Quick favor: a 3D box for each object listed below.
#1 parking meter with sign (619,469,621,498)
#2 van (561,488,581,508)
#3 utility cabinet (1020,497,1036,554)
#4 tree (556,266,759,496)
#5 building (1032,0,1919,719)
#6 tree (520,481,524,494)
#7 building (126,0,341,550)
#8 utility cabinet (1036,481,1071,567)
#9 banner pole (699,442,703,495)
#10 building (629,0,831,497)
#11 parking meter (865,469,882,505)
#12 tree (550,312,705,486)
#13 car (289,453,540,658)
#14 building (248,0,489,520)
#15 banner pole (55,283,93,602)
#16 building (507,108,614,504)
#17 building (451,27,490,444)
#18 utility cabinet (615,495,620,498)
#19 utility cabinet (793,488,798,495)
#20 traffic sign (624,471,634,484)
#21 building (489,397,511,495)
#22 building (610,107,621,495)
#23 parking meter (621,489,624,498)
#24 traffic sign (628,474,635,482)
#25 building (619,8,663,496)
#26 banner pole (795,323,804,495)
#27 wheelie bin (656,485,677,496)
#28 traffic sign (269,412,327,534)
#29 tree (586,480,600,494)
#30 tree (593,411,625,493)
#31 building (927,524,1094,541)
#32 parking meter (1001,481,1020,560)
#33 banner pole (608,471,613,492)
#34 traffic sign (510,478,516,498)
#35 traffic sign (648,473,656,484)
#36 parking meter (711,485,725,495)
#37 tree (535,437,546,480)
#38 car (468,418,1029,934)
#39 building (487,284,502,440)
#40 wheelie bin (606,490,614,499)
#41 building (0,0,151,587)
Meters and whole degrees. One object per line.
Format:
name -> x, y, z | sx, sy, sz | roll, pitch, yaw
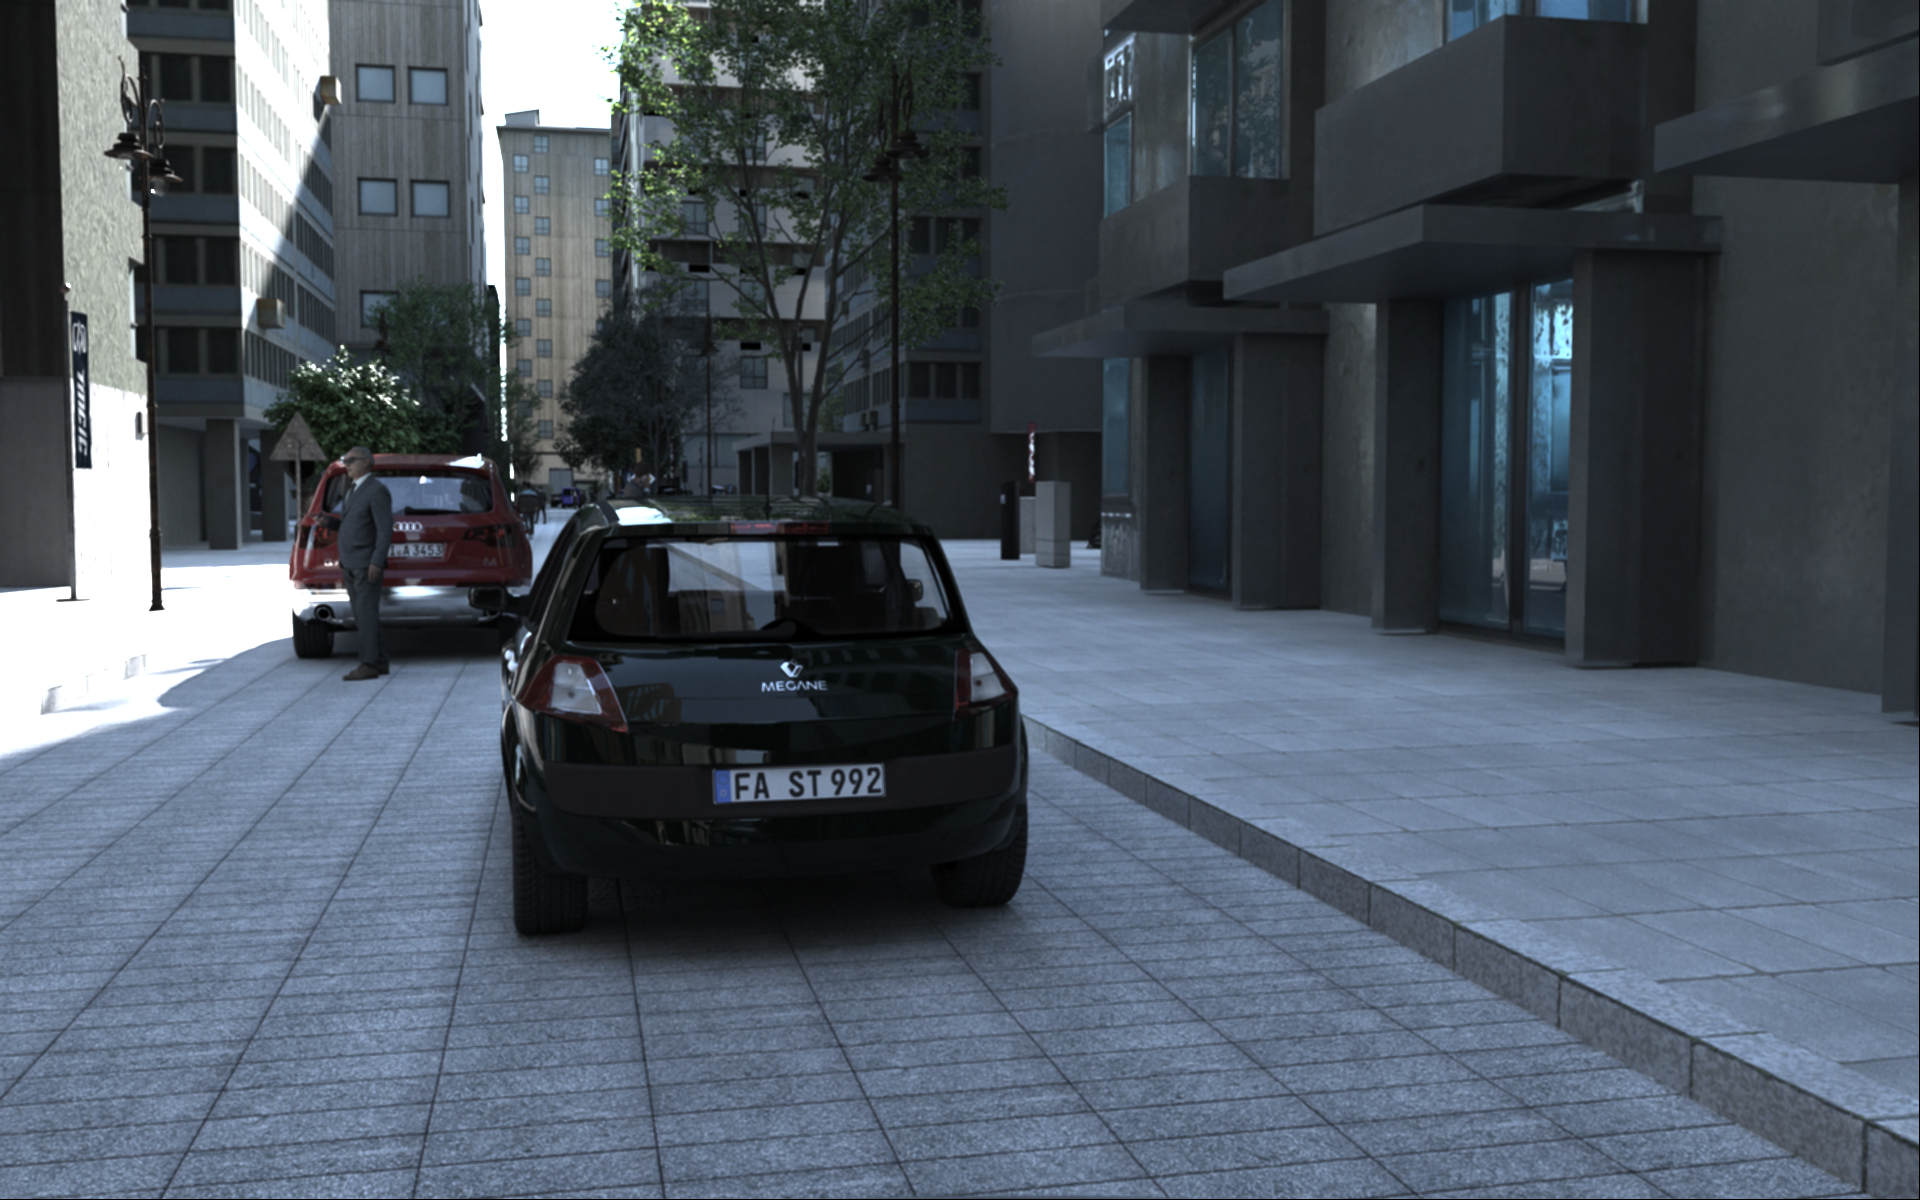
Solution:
parking meter with sign -> -23.332, -7.549, 119.691 | 0.543, 3.016, 1.738 | -1, 4, -8
van -> -39.040, -10.377, 174.041 | 2.240, 2.365, 5.245 | -1, 4, -11
utility cabinet -> 1.438, -1.586, 37.100 | 1.020, 1.237, 0.306 | -1, 4, -13
tree -> -15.712, -10.990, 90.054 | 12.009, 13.543, 11.850 | 0, 3, 0
building -> 14.336, -24.200, 15.273 | 23.786, 49.044, 30.456 | -1, 4, -13
tree -> -47.947, -11.669, 185.393 | 1.663, 3.219, 1.824 | 0, 3, 0
building -> -29.568, -21.602, 45.070 | 23.993, 40.220, 32.217 | -1, 4, -13
utility cabinet -> 1.638, -1.327, 30.372 | 0.318, 1.500, 1.173 | -1, 4, -13
banner pole -> -12.423, -5.692, 83.080 | 0.401, 3.779, 0.863 | -1, 4, -18
building -> -11.500, -33.373, 134.880 | 28.713, 52.752, 27.495 | -1, 4, -13
parking meter -> -2.024, -2.125, 40.462 | 0.255, 1.863, 0.399 | -3, 4, -36
tree -> -20.718, -11.670, 107.817 | 9.611, 12.733, 9.660 | 0, 3, 0
car -> -5.237, -0.500, 16.845 | 2.281, 1.827, 5.304 | -1, 4, -15
building -> -40.057, -30.853, 93.688 | 28.713, 52.752, 27.495 | -1, 4, -13
banner pole -> -10.649, -1.888, 20.893 | 0.401, 3.779, 0.863 | 0, 4, -4
building -> -51.053, -40.202, 246.541 | 27.495, 52.752, 28.713 | -1, 4, -13
building -> -41.268, -26.890, 123.240 | 14.154, 41.232, 14.086 | -1, 4, -13
utility cabinet -> -27.735, -7.854, 139.568 | 1.020, 1.237, 0.306 | -3, 4, -39
utility cabinet -> -6.710, -3.625, 67.949 | 1.173, 1.500, 0.318 | -1, 4, -17
traffic sign -> -18.330, -5.891, 96.419 | 0.768, 2.556, 0.104 | 0, 4, -6
building -> -69.825, -54.508, 203.884 | 31.000, 86.520, 22.319 | -1, 4, -13
building -> -30.415, -30.779, 186.834 | 14.154, 41.232, 14.086 | -1, 4, -13
parking meter -> -18.128, -5.203, 93.483 | 0.372, 1.533, 0.369 | 0, 3, 0
traffic sign -> -14.260, -4.461, 76.581 | 0.795, 2.450, 0.064 | -1, 4, -13
building -> -22.072, -33.405, 169.876 | 21.300, 48.544, 21.600 | -1, 4, -13
banner pole -> -2.360, -2.183, 25.704 | 0.401, 3.779, 0.863 | 0, 4, -4
wheelie bin -> -9.813, -3.087, 58.380 | 0.980, 1.594, 0.693 | -2, 4, -27
traffic sign -> -10.455, -1.674, 27.376 | 0.884, 2.594, 0.081 | 0, 4, -5
tree -> -44.549, -13.276, 211.666 | 1.663, 3.219, 1.824 | 0, 3, 0
tree -> -30.778, -12.381, 152.790 | 4.360, 8.622, 3.978 | 0, 3, 0
building -> 9.276, -22.236, 55.436 | 32.217, 40.220, 23.993 | -1, 4, -13
parking meter -> 0.986, -1.558, 33.892 | 0.372, 1.533, 0.369 | 0, 3, 0
banner pole -> -29.320, -9.480, 145.018 | 0.863, 3.779, 0.401 | 3, 5, 41
traffic sign -> -35.458, -8.362, 136.822 | 0.768, 2.556, 0.104 | -1, 4, -10
traffic sign -> -12.479, -3.985, 68.796 | 0.795, 2.450, 0.064 | -1, 4, -13
parking meter -> -6.792, -2.462, 48.670 | 0.372, 1.533, 0.369 | 0, 3, 0
tree -> -44.304, -13.677, 173.974 | 4.360, 8.622, 3.978 | 0, 3, 0
car -> -1.004, 0.160, 7.178 | 2.009, 1.686, 4.222 | -1, 4, -15
building -> -69.928, -28.426, 236.464 | 14.107, 30.474, 14.160 | -1, 4, -13
wheelie bin -> -27.784, -7.936, 137.656 | 0.693, 1.594, 0.980 | -1, 4, -16
building -> -18.649, -15.153, 19.448 | 14.160, 30.474, 14.107 | -1, 4, -13
